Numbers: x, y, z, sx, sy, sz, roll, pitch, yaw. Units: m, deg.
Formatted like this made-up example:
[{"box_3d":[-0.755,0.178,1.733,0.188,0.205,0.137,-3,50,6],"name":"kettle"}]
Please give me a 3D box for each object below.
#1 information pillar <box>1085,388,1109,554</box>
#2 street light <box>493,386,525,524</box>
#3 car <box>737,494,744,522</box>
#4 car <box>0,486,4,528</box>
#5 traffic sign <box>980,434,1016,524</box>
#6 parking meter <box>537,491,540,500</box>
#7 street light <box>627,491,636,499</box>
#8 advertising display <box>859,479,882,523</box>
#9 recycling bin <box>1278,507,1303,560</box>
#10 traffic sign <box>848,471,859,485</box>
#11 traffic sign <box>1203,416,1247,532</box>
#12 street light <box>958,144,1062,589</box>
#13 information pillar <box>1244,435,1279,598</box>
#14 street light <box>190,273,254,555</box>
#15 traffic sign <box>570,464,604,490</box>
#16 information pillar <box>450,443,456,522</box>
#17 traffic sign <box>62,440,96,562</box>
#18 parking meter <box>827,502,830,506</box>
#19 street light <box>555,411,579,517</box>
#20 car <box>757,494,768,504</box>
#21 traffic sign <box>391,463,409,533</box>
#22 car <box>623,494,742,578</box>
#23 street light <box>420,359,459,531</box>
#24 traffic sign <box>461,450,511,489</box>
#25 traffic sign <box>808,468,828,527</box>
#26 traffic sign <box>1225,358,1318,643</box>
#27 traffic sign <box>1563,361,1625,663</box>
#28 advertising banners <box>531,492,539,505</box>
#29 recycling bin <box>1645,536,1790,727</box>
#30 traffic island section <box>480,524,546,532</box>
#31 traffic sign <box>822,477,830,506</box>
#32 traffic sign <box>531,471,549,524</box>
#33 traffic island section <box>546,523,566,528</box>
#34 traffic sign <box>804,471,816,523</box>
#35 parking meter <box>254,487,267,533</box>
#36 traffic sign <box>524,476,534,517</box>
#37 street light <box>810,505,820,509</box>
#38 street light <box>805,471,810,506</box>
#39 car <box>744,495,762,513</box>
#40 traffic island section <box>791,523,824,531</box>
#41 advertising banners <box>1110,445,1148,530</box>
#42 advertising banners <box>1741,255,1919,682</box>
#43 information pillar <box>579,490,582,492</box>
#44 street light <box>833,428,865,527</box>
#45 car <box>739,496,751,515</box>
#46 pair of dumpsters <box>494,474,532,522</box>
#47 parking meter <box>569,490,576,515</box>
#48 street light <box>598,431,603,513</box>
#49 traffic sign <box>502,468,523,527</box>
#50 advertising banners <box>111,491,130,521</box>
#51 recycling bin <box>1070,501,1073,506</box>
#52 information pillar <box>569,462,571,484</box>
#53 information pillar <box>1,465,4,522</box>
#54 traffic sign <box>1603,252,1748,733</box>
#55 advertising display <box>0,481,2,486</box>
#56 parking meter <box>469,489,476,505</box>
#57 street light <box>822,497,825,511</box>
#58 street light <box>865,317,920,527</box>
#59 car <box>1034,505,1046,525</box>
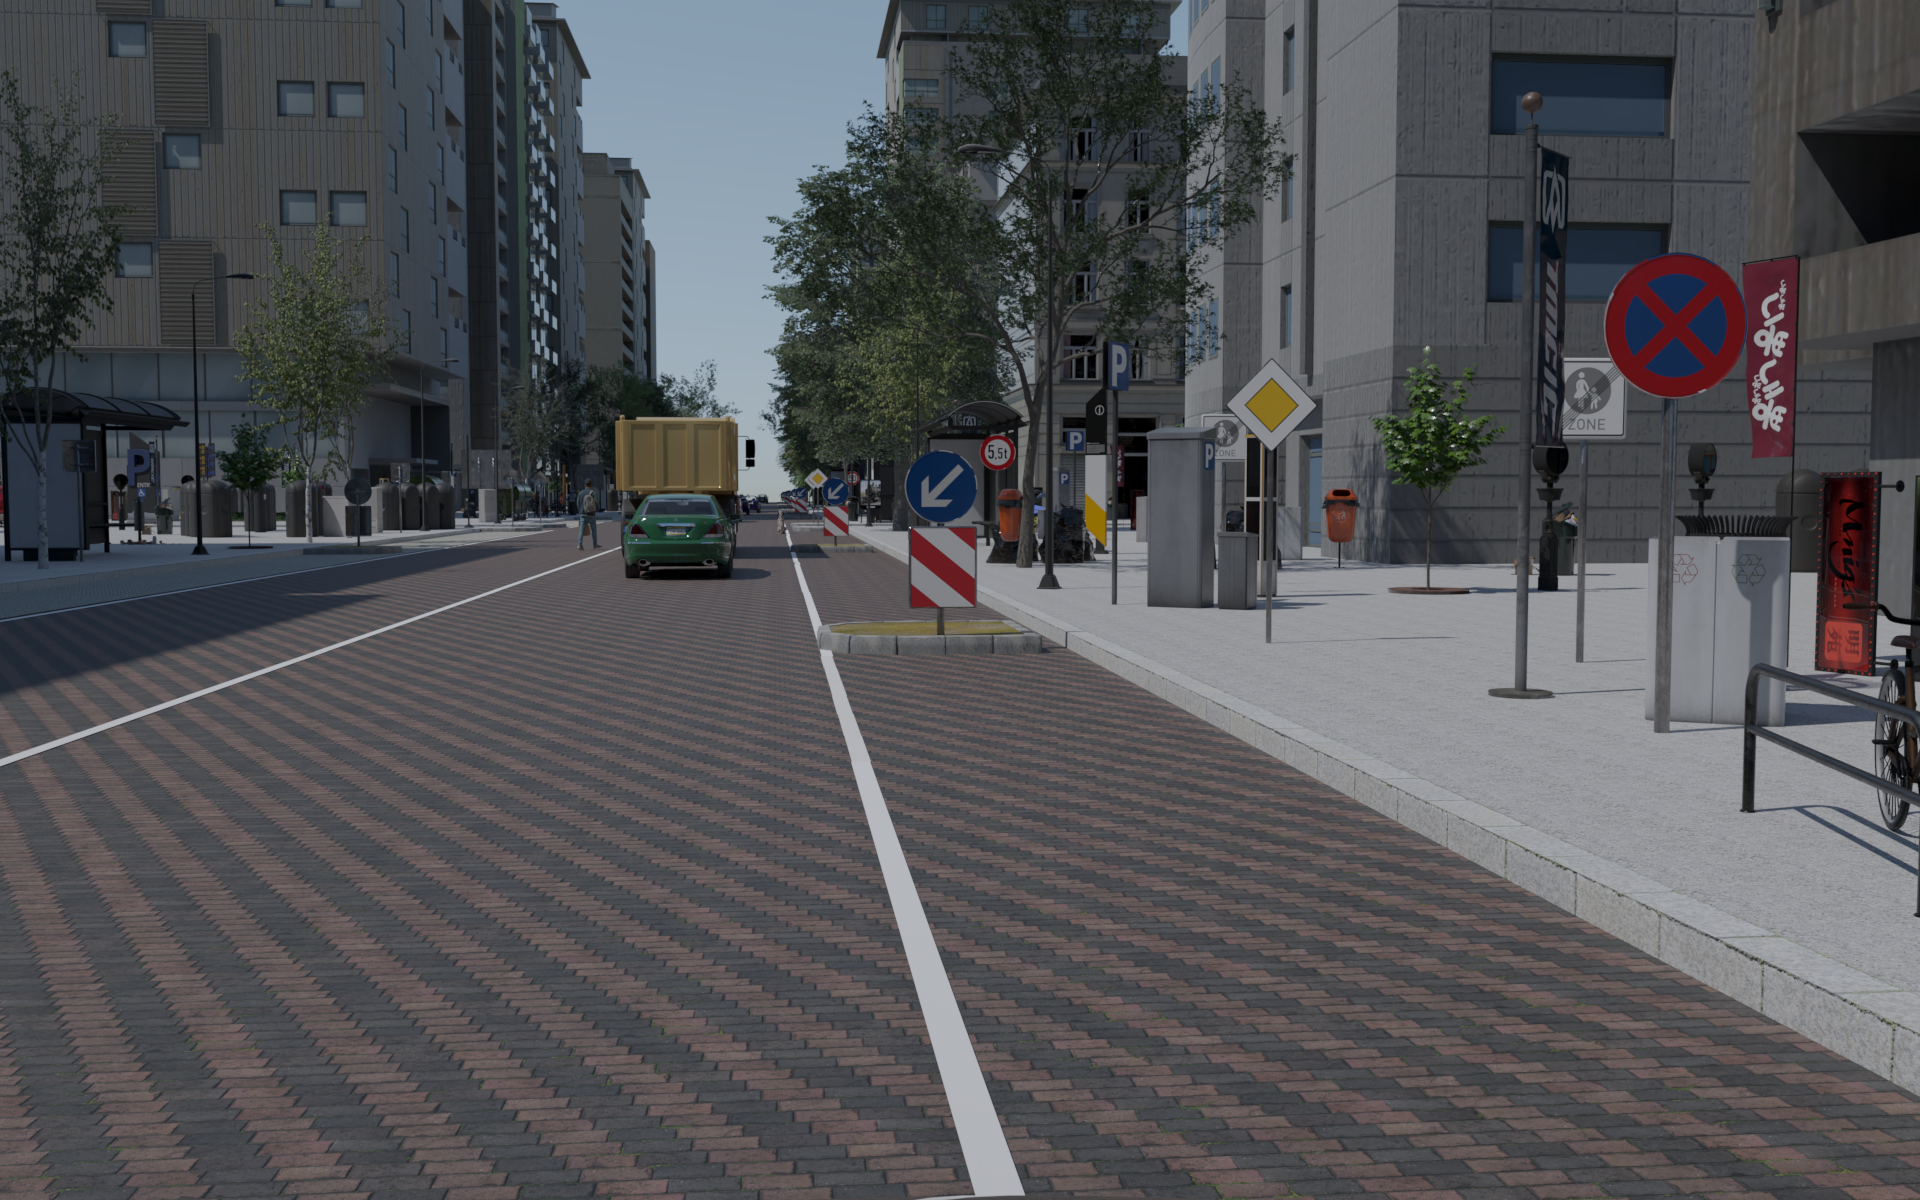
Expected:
[{"box_3d":[2.926,-2.792,37.008,0.504,3.616,0.183,2,4,28],"name":"information pillar"},{"box_3d":[-19.439,-6.251,74.745,1.470,5.913,1.316,0,4,-6],"name":"street light"},{"box_3d":[-12.331,-4.937,89.390,2.281,1.827,5.304,0,4,-5],"name":"car"},{"box_3d":[-40.162,-3.696,69.100,5.304,1.827,2.281,0,4,-7],"name":"car"},{"box_3d":[0.804,-2.258,37.022,0.768,2.556,0.104,0,4,1],"name":"traffic sign"},{"box_3d":[-33.617,-7.926,137.997,0.372,1.533,0.369,0,3,0],"name":"parking meter"},{"box_3d":[-26.688,-10.344,141.662,1.470,5.913,1.316,0,4,-6],"name":"street light"},{"box_3d":[-3.910,-4.321,75.858,0.974,1.923,0.123,1,4,8],"name":"advertising display"},{"box_3d":[6.298,-1.303,33.855,0.722,1.027,0.722,0,4,4],"name":"recycling bin"},{"box_3d":[-6.038,-5.947,97.346,0.768,2.556,0.104,0,4,2],"name":"traffic sign"},{"box_3d":[3.395,-1.234,22.298,0.606,2.300,0.079,0,4,-6],"name":"traffic sign"},{"box_3d":[0.669,-3.100,23.225,1.470,5.913,1.316,0,4,-6],"name":"street light"},{"box_3d":[3.745,-1.043,21.541,0.304,2.012,0.304,-3,4,-38],"name":"information pillar"},{"box_3d":[-15.545,-3.914,36.527,1.470,5.913,1.316,0,4,-6],"name":"street light"},{"box_3d":[-25.477,-7.616,118.387,2.265,3.308,0.079,0,4,-1],"name":"traffic sign"},{"box_3d":[-23.082,-5.345,78.751,0.183,3.616,0.504,-1,4,-12],"name":"information pillar"},{"box_3d":[-16.611,-1.869,32.683,0.606,2.300,0.079,0,4,-3],"name":"traffic sign"},{"box_3d":[-8.666,-6.562,115.698,0.372,1.533,0.369,0,3,0],"name":"parking meter"},{"box_3d":[-22.027,-7.615,97.038,1.470,5.913,1.316,0,4,-6],"name":"street light"},{"box_3d":[-29.509,-15.223,258.687,2.009,1.686,4.222,0,4,-5],"name":"car"},{"box_3d":[-18.544,-3.380,57.388,0.606,2.300,0.079,0,4,-2],"name":"traffic sign"},{"box_3d":[-4.983,-1.174,30.996,2.131,1.459,4.920,0,4,-7],"name":"car"},{"box_3d":[-17.886,-5.319,59.502,1.470,5.913,1.316,0,4,-6],"name":"street light"},{"box_3d":[-21.767,-5.245,79.626,2.265,3.308,0.079,0,4,-2],"name":"traffic sign"},{"box_3d":[-5.555,-3.920,67.732,0.795,2.450,0.064,0,4,-6],"name":"traffic sign"},{"box_3d":[2.652,-0.835,14.831,0.795,2.450,0.064,0,4,-4],"name":"traffic sign"},{"box_3d":[4.718,-0.672,13.119,0.606,2.300,0.079,0,4,-2],"name":"traffic sign"},{"box_3d":[-31.513,-7.887,125.135,2.074,3.025,0.090,-1,4,-11],"name":"advertising banners"},{"box_3d":[4.357,0.159,9.958,0.722,1.027,0.722,2,4,25],"name":"recycling bin"},{"box_3d":[-17.208,-2.709,66.569,2.009,0.180,2.903,0,4,-6],"name":"traffic island section"},{"box_3d":[-9.695,-7.686,125.776,0.768,2.556,0.104,0,4,-6],"name":"traffic sign"},{"box_3d":[-18.037,-4.331,74.449,0.795,2.450,0.064,0,4,-6],"name":"traffic sign"},{"box_3d":[-18.059,-3.194,74.509,2.009,0.180,2.903,0,4,-6],"name":"traffic island section"},{"box_3d":[-6.407,-4.405,75.671,0.795,2.450,0.064,0,4,-6],"name":"traffic sign"},{"box_3d":[-23.359,-3.021,57.808,0.372,1.533,0.369,0,3,0],"name":"parking meter"},{"box_3d":[-23.766,-5.705,95.405,0.606,2.300,0.079,0,4,1],"name":"traffic sign"},{"box_3d":[-8.239,-8.132,105.493,1.470,5.913,1.316,0,4,-6],"name":"street light"},{"box_3d":[-10.584,-9.496,127.803,1.470,5.913,1.316,0,4,-6],"name":"street light"},{"box_3d":[-16.027,-7.279,131.594,1.945,1.354,3.894,0,4,-5],"name":"car"},{"box_3d":[-5.533,-2.785,67.811,2.009,0.180,2.903,0,4,-6],"name":"traffic island section"},{"box_3d":[6.354,-4.009,61.735,2.074,3.025,0.090,1,4,15],"name":"advertising banners"},{"box_3d":[6.327,-0.982,12.251,0.090,3.025,2.074,-1,4,-23],"name":"advertising banners"},{"box_3d":[-32.592,-8.800,148.371,0.304,2.012,0.304,3,4,37],"name":"information pillar"},{"box_3d":[-4.115,-5.828,67.836,1.470,5.913,1.316,0,4,-6],"name":"street light"},{"box_3d":[-15.337,-6.521,119.194,1.945,1.354,3.894,0,4,-7],"name":"car"},{"box_3d":[-21.443,-4.886,82.384,1.574,2.255,4.437,0,4,-6],"name":"pair of dumpsters"},{"box_3d":[-23.253,-5.847,104.010,0.372,1.533,0.369,0,3,0],"name":"parking meter"},{"box_3d":[-24.274,-8.980,119.359,1.470,5.913,1.316,0,4,-6],"name":"street light"},{"box_3d":[-17.185,-3.845,66.510,0.795,2.450,0.064,0,4,-6],"name":"traffic sign"},{"box_3d":[-40.438,-5.303,82.889,0.090,3.025,2.074,1,4,16],"name":"advertising banners"},{"box_3d":[3.884,-3.280,66.176,0.722,1.027,0.722,1,4,18],"name":"recycling bin"},{"box_3d":[-28.224,-8.250,126.248,0.504,3.616,0.183,-2,4,-32],"name":"information pillar"},{"box_3d":[-23.724,-2.375,43.327,0.304,2.012,0.304,3,4,38],"name":"information pillar"},{"box_3d":[3.776,-0.559,9.243,0.768,2.556,0.104,0,4,-1],"name":"traffic sign"},{"box_3d":[-46.487,-4.788,83.494,0.123,1.923,0.974,0,4,0],"name":"advertising display"},{"box_3d":[-27.550,-5.628,97.731,0.399,1.863,0.255,-2,4,-29],"name":"parking meter"},{"box_3d":[-5.695,-6.736,82.679,1.470,5.913,1.316,0,4,-6],"name":"street light"},{"box_3d":[-1.656,-4.465,45.538,1.470,5.913,1.316,0,4,-6],"name":"street light"},{"box_3d":[1.990,-3.772,71.267,3.694,1.707,1.945,0,4,-7],"name":"car"}]
